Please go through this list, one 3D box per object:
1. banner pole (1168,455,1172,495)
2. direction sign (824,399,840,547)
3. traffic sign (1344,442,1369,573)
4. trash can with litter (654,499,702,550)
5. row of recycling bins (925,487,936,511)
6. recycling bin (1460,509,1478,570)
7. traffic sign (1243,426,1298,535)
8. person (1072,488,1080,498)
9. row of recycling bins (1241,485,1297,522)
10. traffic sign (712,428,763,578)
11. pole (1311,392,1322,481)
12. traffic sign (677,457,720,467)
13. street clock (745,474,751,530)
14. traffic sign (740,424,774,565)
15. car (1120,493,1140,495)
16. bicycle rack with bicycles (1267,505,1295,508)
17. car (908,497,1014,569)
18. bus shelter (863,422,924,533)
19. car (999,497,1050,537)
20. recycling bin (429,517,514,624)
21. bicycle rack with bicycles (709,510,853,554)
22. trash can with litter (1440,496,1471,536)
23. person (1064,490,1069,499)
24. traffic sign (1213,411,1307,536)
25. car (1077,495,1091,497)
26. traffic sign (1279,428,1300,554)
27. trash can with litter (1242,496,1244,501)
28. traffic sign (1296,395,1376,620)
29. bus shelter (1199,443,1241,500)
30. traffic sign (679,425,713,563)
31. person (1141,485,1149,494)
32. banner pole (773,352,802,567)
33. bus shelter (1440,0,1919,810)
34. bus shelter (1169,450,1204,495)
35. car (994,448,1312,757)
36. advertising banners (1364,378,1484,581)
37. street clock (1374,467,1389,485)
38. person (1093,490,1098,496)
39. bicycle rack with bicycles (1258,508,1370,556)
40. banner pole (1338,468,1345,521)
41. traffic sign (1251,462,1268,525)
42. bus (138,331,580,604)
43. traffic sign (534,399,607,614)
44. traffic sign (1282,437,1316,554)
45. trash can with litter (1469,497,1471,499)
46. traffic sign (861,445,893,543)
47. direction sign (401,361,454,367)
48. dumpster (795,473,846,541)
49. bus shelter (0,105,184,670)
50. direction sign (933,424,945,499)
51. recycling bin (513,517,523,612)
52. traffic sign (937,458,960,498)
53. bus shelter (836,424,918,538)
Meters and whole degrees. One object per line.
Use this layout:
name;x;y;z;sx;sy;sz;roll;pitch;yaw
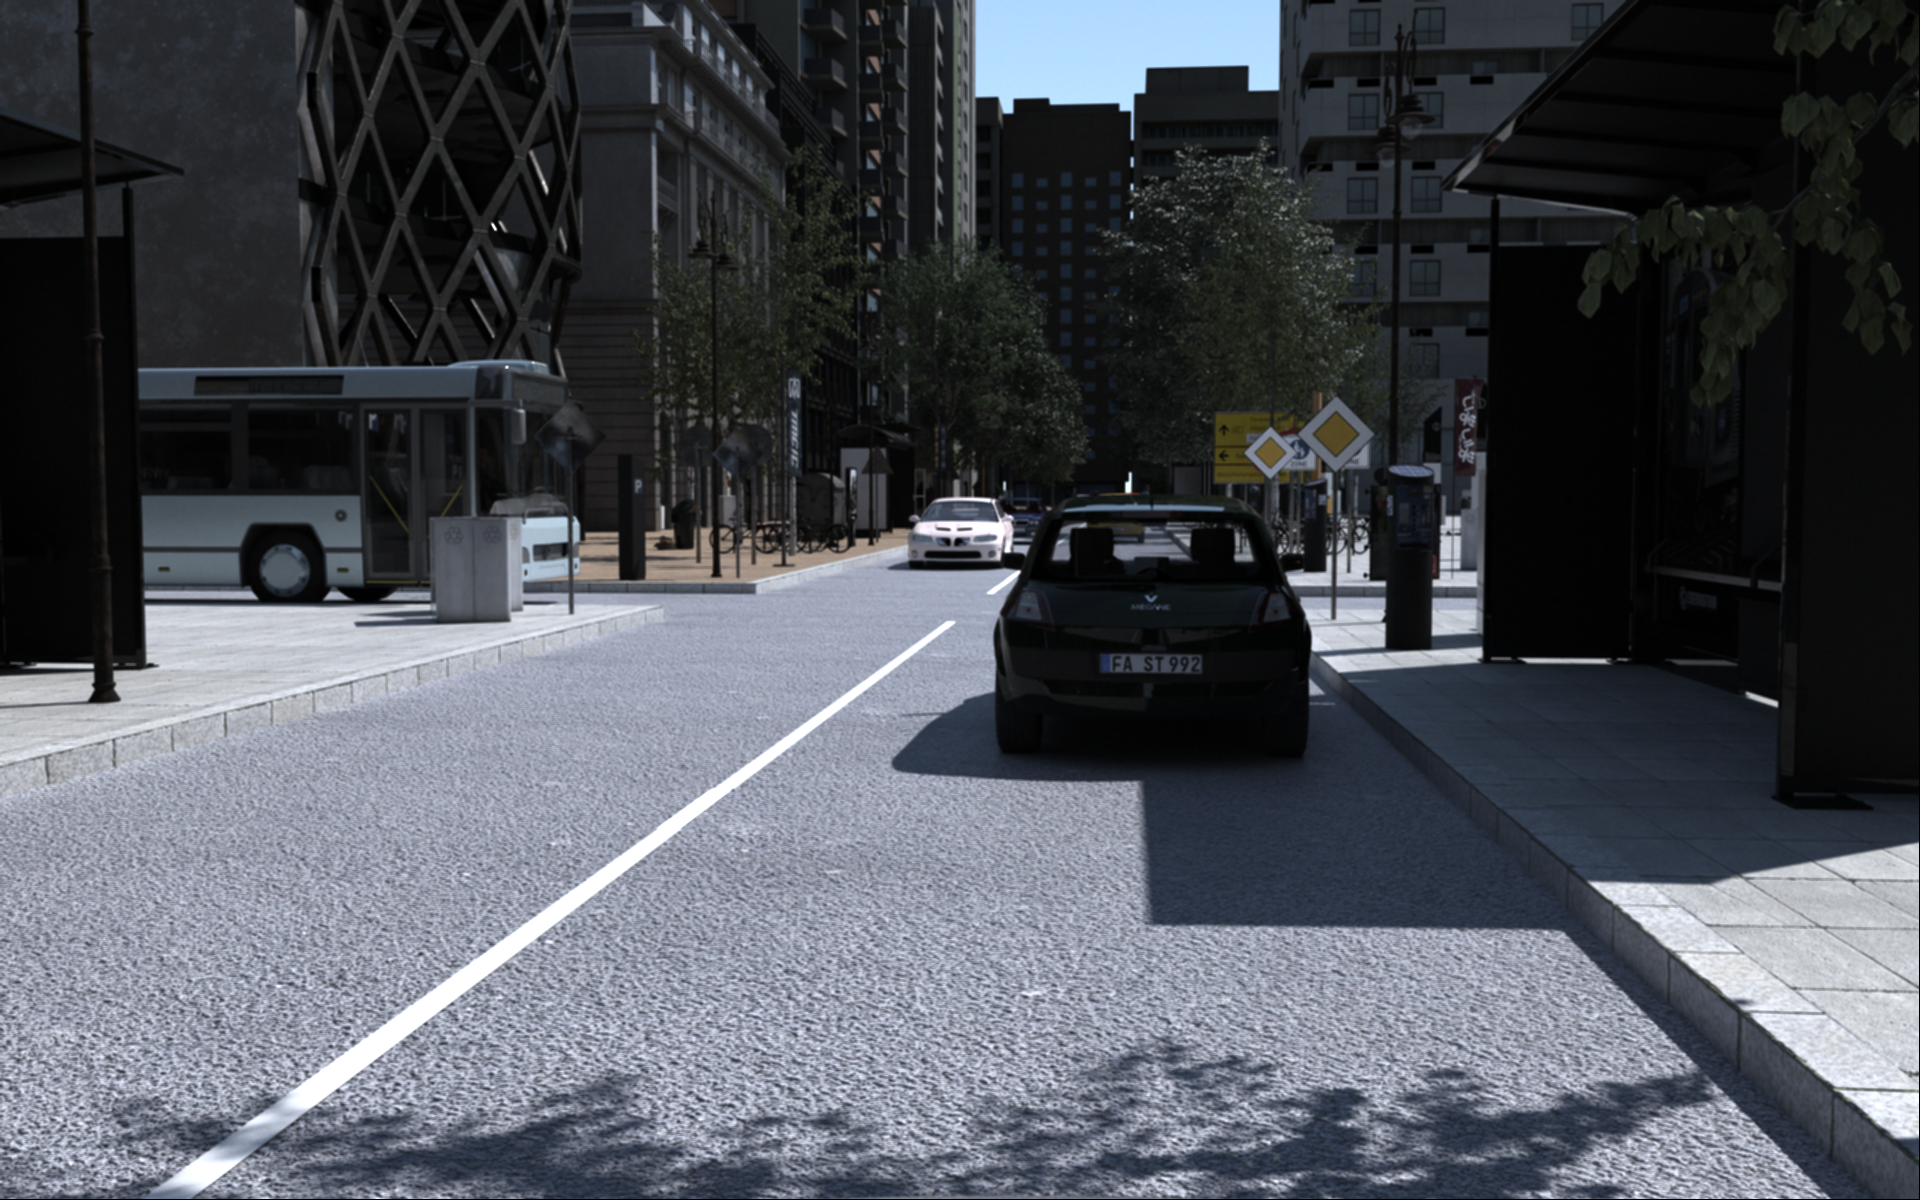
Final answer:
banner pole;11.085;-6.197;91.334;0.401;3.779;0.863;0;4;-8
direction sign;-3.109;-3.052;41.904;0.379;3.537;0.876;-1;4;-20
traffic sign;6.325;-1.589;28.110;0.606;2.300;0.079;0;4;6
trash can with litter;-6.519;-1.750;40.001;0.624;1.170;1.055;3;4;39
row of recycling bins;-2.516;-5.459;96.362;3.534;1.692;1.069;3;5;39
recycling bin;8.963;-1.028;29.363;0.722;1.027;0.722;3;5;40
traffic sign;4.574;-1.342;25.586;0.795;2.450;0.064;0;4;5
person;6.654;-5.546;99.349;0.590;1.801;0.661;1;4;11
row of recycling bins;14.167;-4.545;81.420;3.534;1.692;1.069;0;4;5
traffic sign;-3.383;-1.390;26.363;0.795;2.450;0.064;0;4;5
pole;7.155;-2.505;34.794;0.158;3.312;0.155;0;3;0
traffic sign;-5.082;-2.055;33.609;0.884;2.594;0.081;1;4;14
street clock;-7.395;-3.454;61.035;0.358;2.002;0.471;0;4;0
traffic sign;-3.755;-1.917;31.455;0.768;2.556;0.104;1;4;15
car;8.243;-4.587;84.031;2.155;1.783;4.494;0;4;5
bicycle rack with bicycles;10.092;-2.578;55.525;2.925;0.926;2.852;3;4;37
car;0.072;-1.377;34.879;2.083;1.381;4.827;0;4;5
bus shelter;-2.426;-4.174;59.527;1.731;3.624;6.357;0;4;5
car;1.750;-2.333;50.725;1.945;1.354;3.894;0;4;6
recycling bin;-4.961;-0.305;17.545;0.722;1.027;0.722;-1;4;-21
bicycle rack with bicycles;-3.711;-1.511;38.080;2.925;0.926;2.852;1;4;16
trash can with litter;15.436;-2.616;53.829;1.678;1.210;2.233;3;5;43
person;7.290;-6.559;116.563;0.721;1.723;1.217;1;4;8
traffic sign;7.350;-2.978;42.561;2.265;3.308;0.079;1;4;13
car;9.829;-7.706;138.355;2.083;1.381;4.827;0;4;3
traffic sign;6.435;-2.049;33.611;0.768;2.556;0.104;0;4;7
trash can with litter;13.741;-4.489;84.781;0.624;1.170;1.055;1;4;12
traffic sign;3.815;-0.856;17.636;0.795;2.450;0.064;0;4;5
bus shelter;11.113;-5.787;72.243;2.179;5.291;8.768;0;4;5
traffic sign;-4.868;-1.961;32.174;0.768;2.556;0.104;1;4;11
person;7.357;-3.673;68.897;0.444;1.785;0.601;-2;4;-31
banner pole;-3.025;-2.498;30.860;0.401;3.779;0.863;2;4;26
bus shelter;4.195;-1.148;10.053;1.731;3.624;6.357;0;4;5
bus shelter;10.909;-5.375;81.811;2.014;3.302;5.546;0;4;6
car;1.208;-0.069;10.910;2.009;1.686;4.222;0;4;6
advertising banners;6.971;-1.820;25.941;2.074;3.025;0.090;-1;4;-21
street clock;11.248;-2.534;46.007;0.471;2.002;0.358;0;4;-6
person;12.182;-8.906;154.638;1.217;1.766;0.721;2;4;24
bicycle rack with bicycles;7.345;-1.429;36.752;2.925;0.926;2.852;-1;4;-13
banner pole;18.218;-5.683;82.927;0.401;3.779;0.863;3;5;44
traffic sign;7.440;-2.569;42.115;0.768;2.556;0.104;1;4;14
bus;-10.877;-1.688;22.462;13.247;3.499;2.948;0;4;6
traffic sign;-4.141;-0.903;18.414;0.795;2.450;0.064;0;4;5
traffic sign;5.914;-1.720;30.258;0.606;2.300;0.079;1;4;12
trash can with litter;28.136;-5.077;94.388;1.055;1.170;0.624;-3;5;-40
traffic sign;-2.186;-2.791;45.638;0.884;2.594;0.081;1;4;15
direction sign;-9.099;-2.307;29.718;0.876;3.537;0.379;-2;4;-24
dumpster;-3.886;-2.570;47.785;1.264;1.857;1.865;0;4;5
bus shelter;-6.753;-1.123;9.650;1.731;3.624;6.357;0;4;5
direction sign;-0.667;-3.915;56.008;0.379;3.537;0.876;1;4;23
recycling bin;-5.264;-0.386;18.858;0.722;1.027;0.722;2;4;28
traffic sign;-0.412;-3.858;63.076;0.884;2.594;0.081;1;4;14
bus shelter;-2.616;-3.612;52.986;2.014;3.302;5.546;0;4;6
